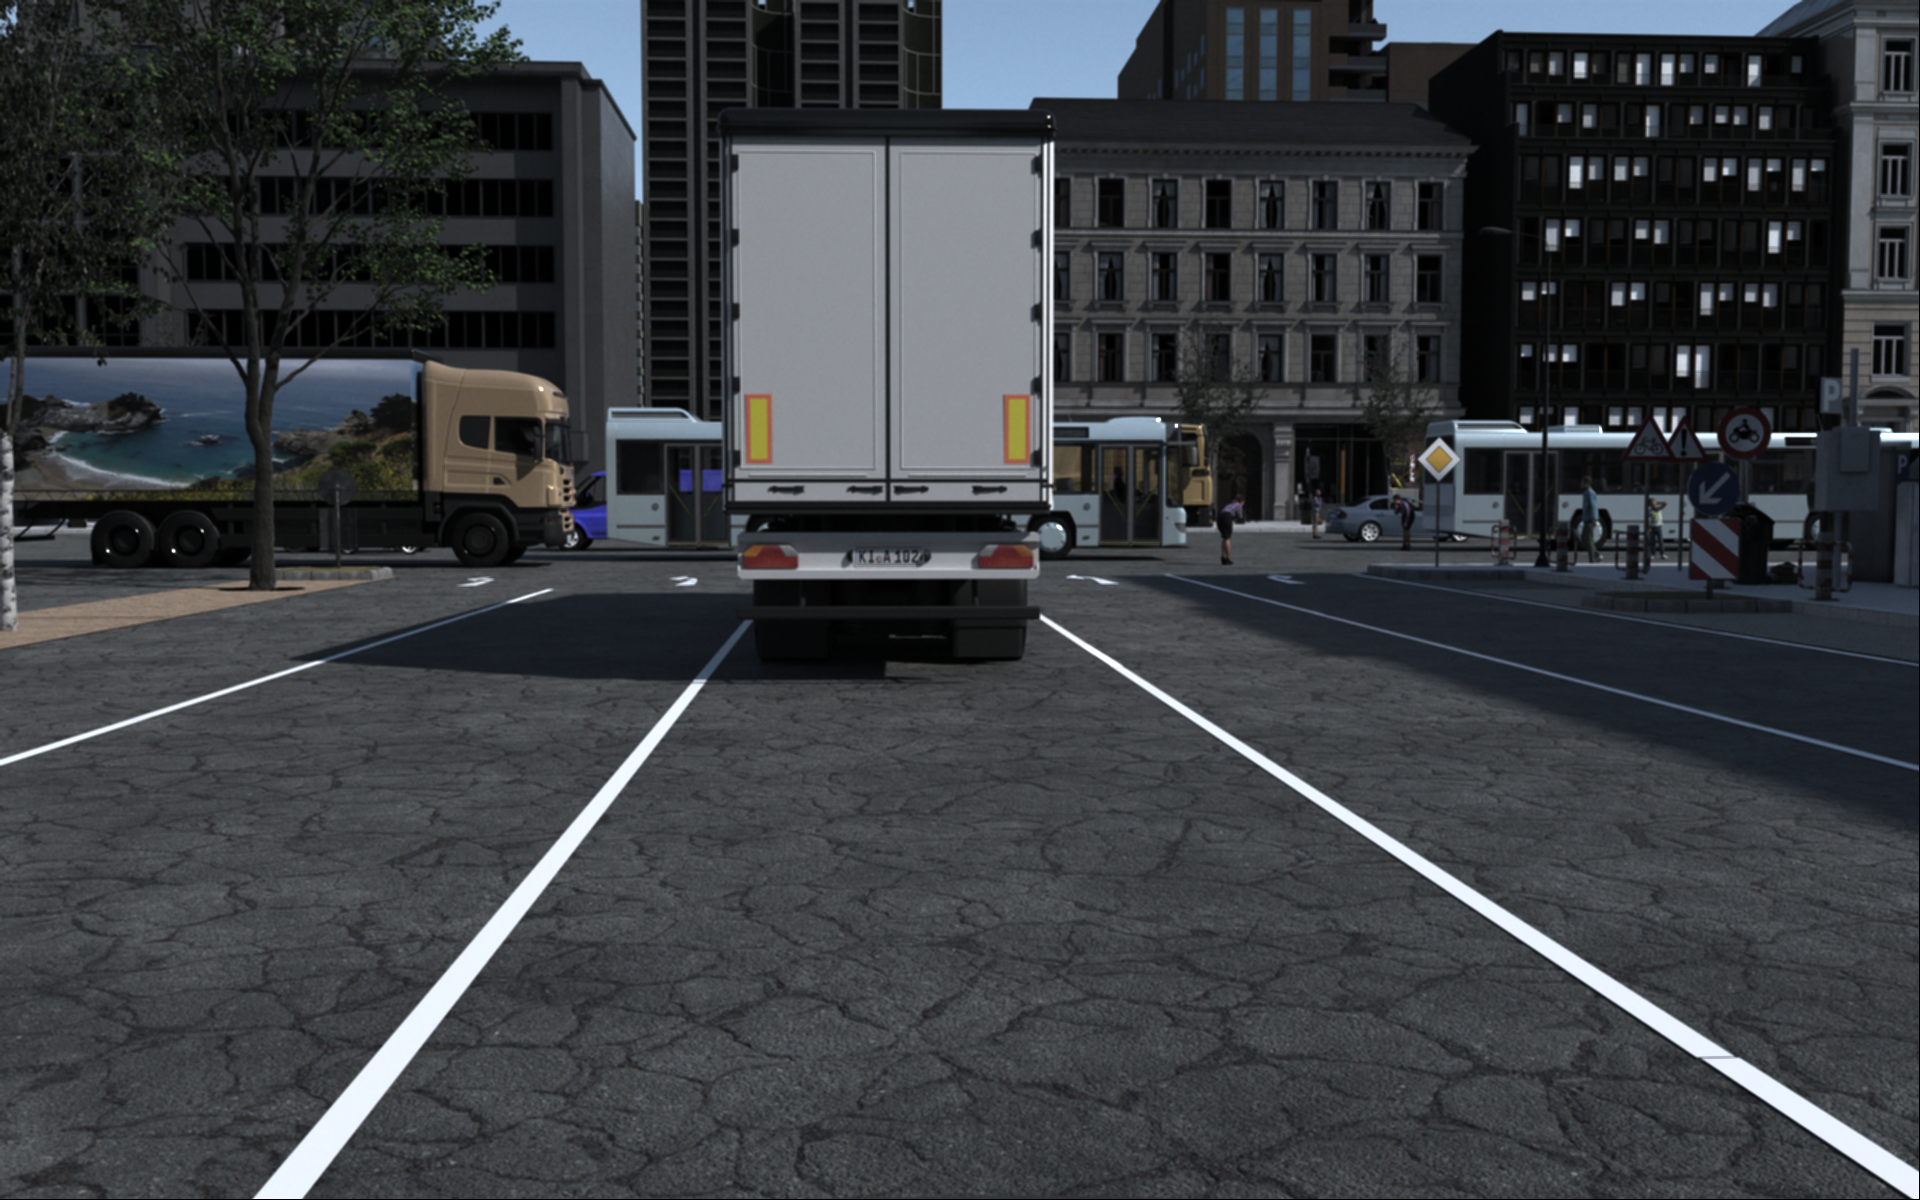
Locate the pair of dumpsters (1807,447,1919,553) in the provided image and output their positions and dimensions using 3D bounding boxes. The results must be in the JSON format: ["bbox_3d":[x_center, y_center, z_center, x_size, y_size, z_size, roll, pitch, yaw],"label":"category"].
[{"bbox_3d":[14.811,-1.457,26.313,1.574,2.255,4.437,0,4,-3],"label":"pair of dumpsters"}]

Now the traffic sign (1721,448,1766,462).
[{"bbox_3d":[12.287,-1.659,27.229,0.768,2.556,0.104,0,4,4],"label":"traffic sign"}]

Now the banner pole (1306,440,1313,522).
[{"bbox_3d":[15.996,-5.476,79.547,0.401,3.779,0.863,2,4,25],"label":"banner pole"}]

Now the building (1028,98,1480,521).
[{"bbox_3d":[3.941,-14.371,85.883,40.483,20.767,10.553,0,4,-4],"label":"building"}]

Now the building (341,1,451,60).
[{"bbox_3d":[-62.766,-32.995,159.069,30.456,49.044,23.786,0,4,-4],"label":"building"}]

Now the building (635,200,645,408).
[{"bbox_3d":[-50.739,-34.186,242.531,14.086,41.232,14.154,0,4,-4],"label":"building"}]

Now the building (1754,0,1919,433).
[{"bbox_3d":[51.225,-18.517,88.662,20.117,28.700,13.634,0,4,-4],"label":"building"}]

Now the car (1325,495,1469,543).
[{"bbox_3d":[13.260,-2.443,51.940,4.499,1.417,2.014,0,4,-5],"label":"car"}]

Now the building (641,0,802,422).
[{"bbox_3d":[-33.632,-49.405,246.028,20.611,71.187,20.563,0,4,-4],"label":"building"}]

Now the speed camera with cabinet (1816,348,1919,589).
[{"bbox_3d":[12.868,-1.795,23.682,2.038,3.252,0.660,1,4,10],"label":"speed camera with cabinet"}]

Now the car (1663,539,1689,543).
[{"bbox_3d":[22.605,-2.412,51.441,4.499,1.417,2.014,0,4,-2],"label":"car"}]

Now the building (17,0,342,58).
[{"bbox_3d":[-56.887,-42.477,132.755,20.563,71.187,20.611,0,4,-4],"label":"building"}]

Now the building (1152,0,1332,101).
[{"bbox_3d":[23.646,-30.879,154.974,14.600,45.320,14.200,0,4,-4],"label":"building"}]

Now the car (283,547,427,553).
[{"bbox_3d":[-15.030,-2.028,42.950,4.222,1.686,2.009,0,4,-5],"label":"car"}]

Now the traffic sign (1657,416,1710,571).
[{"bbox_3d":[12.006,-1.762,28.816,0.884,2.594,0.081,0,4,-2],"label":"traffic sign"}]

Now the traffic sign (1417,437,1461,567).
[{"bbox_3d":[8.366,-1.632,30.329,0.795,2.450,0.064,0,4,-4],"label":"traffic sign"}]

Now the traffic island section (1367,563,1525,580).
[{"bbox_3d":[8.389,-0.497,30.408,2.009,0.180,2.903,0,4,-4],"label":"traffic island section"}]

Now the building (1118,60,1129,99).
[{"bbox_3d":[23.233,-31.745,169.149,14.600,45.320,14.200,0,4,-4],"label":"building"}]

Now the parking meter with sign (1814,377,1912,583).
[{"bbox_3d":[13.387,-1.771,25.217,0.543,3.016,1.738,-2,4,-31],"label":"parking meter with sign"}]

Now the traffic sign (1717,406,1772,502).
[{"bbox_3d":[11.395,-1.538,25.254,0.768,2.556,0.104,0,4,4],"label":"traffic sign"}]

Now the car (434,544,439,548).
[{"bbox_3d":[-14.996,-2.281,46.878,3.694,1.707,1.945,0,4,-4],"label":"car"}]

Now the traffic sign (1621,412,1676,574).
[{"bbox_3d":[10.961,-1.690,27.639,0.884,2.594,0.081,0,4,0],"label":"traffic sign"}]

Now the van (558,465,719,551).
[{"bbox_3d":[-8.056,-2.432,44.154,5.245,2.365,2.240,0,4,-4],"label":"van"}]

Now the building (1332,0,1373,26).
[{"bbox_3d":[25.350,-30.016,140.879,14.600,45.320,14.200,0,4,-4],"label":"building"}]

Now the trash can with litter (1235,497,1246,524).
[{"bbox_3d":[11.953,-3.853,74.384,0.624,1.170,1.055,0,4,1],"label":"trash can with litter"}]

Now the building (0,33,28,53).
[{"bbox_3d":[-68.807,-18.776,83.404,44.131,29.872,17.030,0,4,-4],"label":"building"}]

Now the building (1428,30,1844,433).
[{"bbox_3d":[33.294,-15.772,87.554,15.834,23.373,12.332,0,4,-4],"label":"building"}]

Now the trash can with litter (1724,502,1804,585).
[{"bbox_3d":[11.435,-0.814,24.692,1.055,1.170,0.624,-1,4,-14],"label":"trash can with litter"}]

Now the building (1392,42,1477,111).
[{"bbox_3d":[42.259,-31.798,170.003,14.200,45.320,14.600,0,4,-4],"label":"building"}]

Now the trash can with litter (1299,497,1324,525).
[{"bbox_3d":[14.704,-3.726,72.306,1.055,1.170,0.624,2,4,33],"label":"trash can with litter"}]

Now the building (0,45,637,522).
[{"bbox_3d":[-31.678,-16.213,84.157,30.058,24.678,14.314,0,4,-4],"label":"building"}]

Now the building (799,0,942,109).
[{"bbox_3d":[-12.848,-49.498,247.544,20.611,71.187,20.563,0,4,-4],"label":"building"}]
